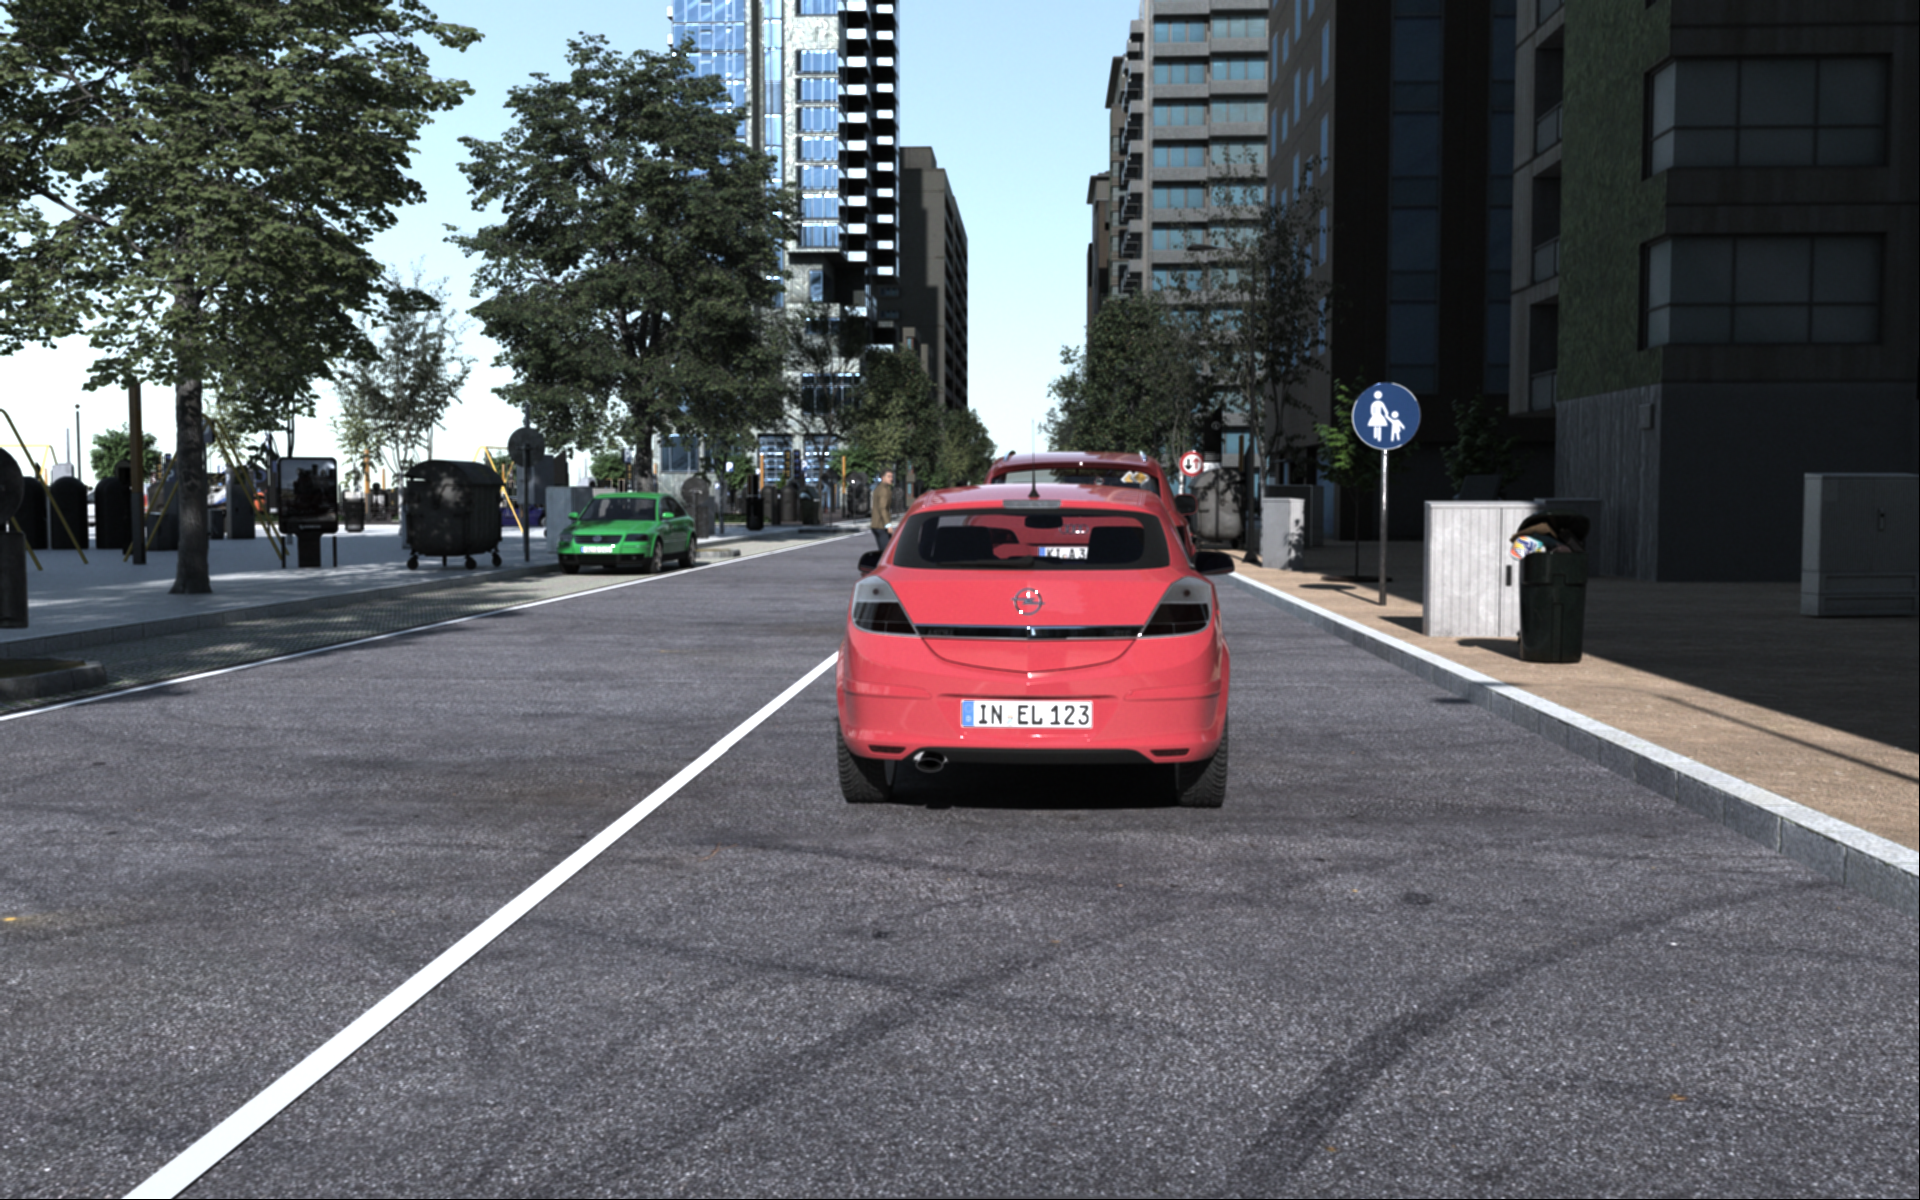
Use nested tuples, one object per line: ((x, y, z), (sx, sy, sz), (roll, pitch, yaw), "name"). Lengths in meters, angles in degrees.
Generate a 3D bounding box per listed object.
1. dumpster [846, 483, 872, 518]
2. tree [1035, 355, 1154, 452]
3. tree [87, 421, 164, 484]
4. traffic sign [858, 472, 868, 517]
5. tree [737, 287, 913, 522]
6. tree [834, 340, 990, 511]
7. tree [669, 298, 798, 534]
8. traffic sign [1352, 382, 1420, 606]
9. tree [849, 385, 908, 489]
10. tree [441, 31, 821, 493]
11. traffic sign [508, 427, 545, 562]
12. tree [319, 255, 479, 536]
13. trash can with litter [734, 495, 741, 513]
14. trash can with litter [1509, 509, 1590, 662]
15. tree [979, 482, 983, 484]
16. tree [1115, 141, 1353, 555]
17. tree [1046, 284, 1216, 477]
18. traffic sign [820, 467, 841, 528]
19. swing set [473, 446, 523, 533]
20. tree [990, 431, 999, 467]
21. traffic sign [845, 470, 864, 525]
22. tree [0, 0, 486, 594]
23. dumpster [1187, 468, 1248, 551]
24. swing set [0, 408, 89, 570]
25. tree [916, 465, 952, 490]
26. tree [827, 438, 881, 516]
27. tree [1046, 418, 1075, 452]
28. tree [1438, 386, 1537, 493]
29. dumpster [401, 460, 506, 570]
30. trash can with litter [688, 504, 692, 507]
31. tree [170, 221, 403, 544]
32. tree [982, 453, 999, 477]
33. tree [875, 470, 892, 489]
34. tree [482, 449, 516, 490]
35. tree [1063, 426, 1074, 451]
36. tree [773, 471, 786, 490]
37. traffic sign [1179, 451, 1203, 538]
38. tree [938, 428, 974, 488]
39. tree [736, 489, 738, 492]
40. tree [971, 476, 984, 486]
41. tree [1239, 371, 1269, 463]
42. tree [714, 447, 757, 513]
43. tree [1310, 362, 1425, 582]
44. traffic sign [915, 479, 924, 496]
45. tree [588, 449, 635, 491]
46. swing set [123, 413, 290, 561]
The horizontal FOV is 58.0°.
((-5.414, -5.311, 92.592), (1.264, 1.857, 1.865), (0, 4, 3), "dumpster")
((11.233, -13.941, 138.313), (12.009, 13.543, 11.850), (0, 3, 0), "tree")
((-37.309, -5.729, 77.390), (4.285, 4.588, 4.351), (0, 3, 0), "tree")
((-5.589, -6.021, 98.554), (0.768, 2.556, 0.104), (1, 4, 10), "traffic sign")
((-6.461, -8.829, 78.769), (8.767, 10.594, 7.601), (0, 4, -6), "tree")
((-4.674, -13.003, 129.604), (9.611, 12.733, 9.660), (0, 3, 0), "tree")
((-7.626, -6.477, 56.269), (4.737, 8.622, 4.395), (0, 3, 0), "tree")
((4.866, -1.208, 19.858), (0.768, 2.556, 0.104), (0, 4, 6), "traffic sign")
((-5.242, -10.044, 114.577), (4.737, 8.622, 4.395), (0, 3, 0), "tree")
((-8.699, -8.575, 46.849), (9.857, 13.997, 8.962), (0, 3, 0), "tree")
((-8.232, -2.003, 32.862), (0.768, 2.556, 0.104), (1, 4, 12), "traffic sign")
((-17.344, -6.284, 53.112), (4.360, 8.622, 3.978), (0, 3, 0), "tree")
((-13.821, -6.138, 111.406), (2.233, 1.210, 1.678), (-3, 5, -44), "trash can with litter")
((4.522, -0.128, 13.488), (0.624, 1.170, 1.055), (1, 4, 9), "trash can with litter")
((1.599, -17.753, 240.627), (4.737, 8.622, 4.395), (0, 3, 0), "tree")
((6.197, -5.224, 35.779), (4.360, 8.622, 3.978), (0, 3, 0), "tree")
((9.505, -10.883, 94.942), (9.611, 12.733, 9.660), (0, 3, 0), "tree")
((-4.818, -3.731, 64.638), (0.795, 2.450, 0.064), (0, 4, 3), "traffic sign")
((-15.240, -3.689, 57.937), (2.862, 2.851, 3.119), (1, 4, 11), "swing set")
((0.695, -18.664, 222.158), (9.611, 12.733, 9.660), (0, 3, 0), "tree")
((-4.429, -4.218, 72.614), (0.795, 2.450, 0.064), (0, 4, 3), "traffic sign")
((-10.168, -6.382, 22.471), (7.486, 12.596, 7.792), (0, 3, 0), "tree")
((5.956, -2.095, 40.004), (1.264, 1.857, 1.865), (0, 4, 3), "dumpster")
((-17.200, -1.999, 30.312), (2.862, 2.851, 3.119), (-1, 4, -13), "swing set")
((-2.356, -10.683, 158.379), (4.285, 4.588, 4.351), (0, 3, 0), "tree")
((-6.200, -7.211, 101.615), (4.285, 4.588, 4.351), (0, 3, 0), "tree")
((15.064, -19.126, 230.829), (7.486, 12.596, 7.792), (0, 3, 0), "tree")
((8.989, -2.192, 30.442), (1.663, 3.219, 1.824), (0, 3, 0), "tree")
((-8.755, -1.481, 29.980), (1.264, 1.857, 1.865), (0, 4, 3), "dumpster")
((-17.671, -6.178, 112.062), (1.678, 1.210, 2.233), (0, 4, 4), "trash can with litter")
((-17.370, -5.730, 44.047), (4.737, 8.622, 4.395), (0, 3, 0), "tree")
((4.287, -22.615, 304.171), (8.767, 10.594, 7.601), (0, 4, 6), "tree")
((-6.552, -11.564, 139.439), (4.360, 8.622, 3.978), (0, 3, 0), "tree")
((-33.391, -8.701, 125.968), (4.285, 4.588, 4.351), (0, 3, 0), "tree")
((12.465, -13.853, 176.850), (4.737, 8.622, 4.395), (0, 3, 0), "tree")
((-12.849, -8.154, 127.926), (1.663, 3.219, 1.824), (0, 3, 0), "tree")
((6.829, -3.111, 50.965), (0.768, 2.556, 0.104), (0, 4, 8), "traffic sign")
((-0.854, -14.681, 190.394), (4.737, 8.622, 4.395), (0, 3, 0), "tree")
((-19.322, -9.186, 144.785), (1.663, 3.219, 1.824), (0, 3, 0), "tree")
((2.953, -17.641, 272.139), (4.285, 4.588, 4.351), (0, 3, 0), "tree")
((18.799, -9.347, 103.192), (4.737, 8.622, 4.395), (0, 3, 0), "tree")
((-15.538, -8.347, 120.192), (4.285, 4.588, 4.351), (0, 3, 0), "tree")
((6.007, -1.893, 25.560), (1.663, 3.219, 1.824), (0, 3, 0), "tree")
((-3.357, -8.796, 143.918), (0.768, 2.556, 0.104), (0, 4, 5), "traffic sign")
((-23.566, -8.180, 117.449), (4.285, 4.588, 4.351), (0, 3, 0), "tree")
((-15.081, -2.273, 34.788), (2.862, 2.851, 3.119), (-1, 4, -19), "swing set")
